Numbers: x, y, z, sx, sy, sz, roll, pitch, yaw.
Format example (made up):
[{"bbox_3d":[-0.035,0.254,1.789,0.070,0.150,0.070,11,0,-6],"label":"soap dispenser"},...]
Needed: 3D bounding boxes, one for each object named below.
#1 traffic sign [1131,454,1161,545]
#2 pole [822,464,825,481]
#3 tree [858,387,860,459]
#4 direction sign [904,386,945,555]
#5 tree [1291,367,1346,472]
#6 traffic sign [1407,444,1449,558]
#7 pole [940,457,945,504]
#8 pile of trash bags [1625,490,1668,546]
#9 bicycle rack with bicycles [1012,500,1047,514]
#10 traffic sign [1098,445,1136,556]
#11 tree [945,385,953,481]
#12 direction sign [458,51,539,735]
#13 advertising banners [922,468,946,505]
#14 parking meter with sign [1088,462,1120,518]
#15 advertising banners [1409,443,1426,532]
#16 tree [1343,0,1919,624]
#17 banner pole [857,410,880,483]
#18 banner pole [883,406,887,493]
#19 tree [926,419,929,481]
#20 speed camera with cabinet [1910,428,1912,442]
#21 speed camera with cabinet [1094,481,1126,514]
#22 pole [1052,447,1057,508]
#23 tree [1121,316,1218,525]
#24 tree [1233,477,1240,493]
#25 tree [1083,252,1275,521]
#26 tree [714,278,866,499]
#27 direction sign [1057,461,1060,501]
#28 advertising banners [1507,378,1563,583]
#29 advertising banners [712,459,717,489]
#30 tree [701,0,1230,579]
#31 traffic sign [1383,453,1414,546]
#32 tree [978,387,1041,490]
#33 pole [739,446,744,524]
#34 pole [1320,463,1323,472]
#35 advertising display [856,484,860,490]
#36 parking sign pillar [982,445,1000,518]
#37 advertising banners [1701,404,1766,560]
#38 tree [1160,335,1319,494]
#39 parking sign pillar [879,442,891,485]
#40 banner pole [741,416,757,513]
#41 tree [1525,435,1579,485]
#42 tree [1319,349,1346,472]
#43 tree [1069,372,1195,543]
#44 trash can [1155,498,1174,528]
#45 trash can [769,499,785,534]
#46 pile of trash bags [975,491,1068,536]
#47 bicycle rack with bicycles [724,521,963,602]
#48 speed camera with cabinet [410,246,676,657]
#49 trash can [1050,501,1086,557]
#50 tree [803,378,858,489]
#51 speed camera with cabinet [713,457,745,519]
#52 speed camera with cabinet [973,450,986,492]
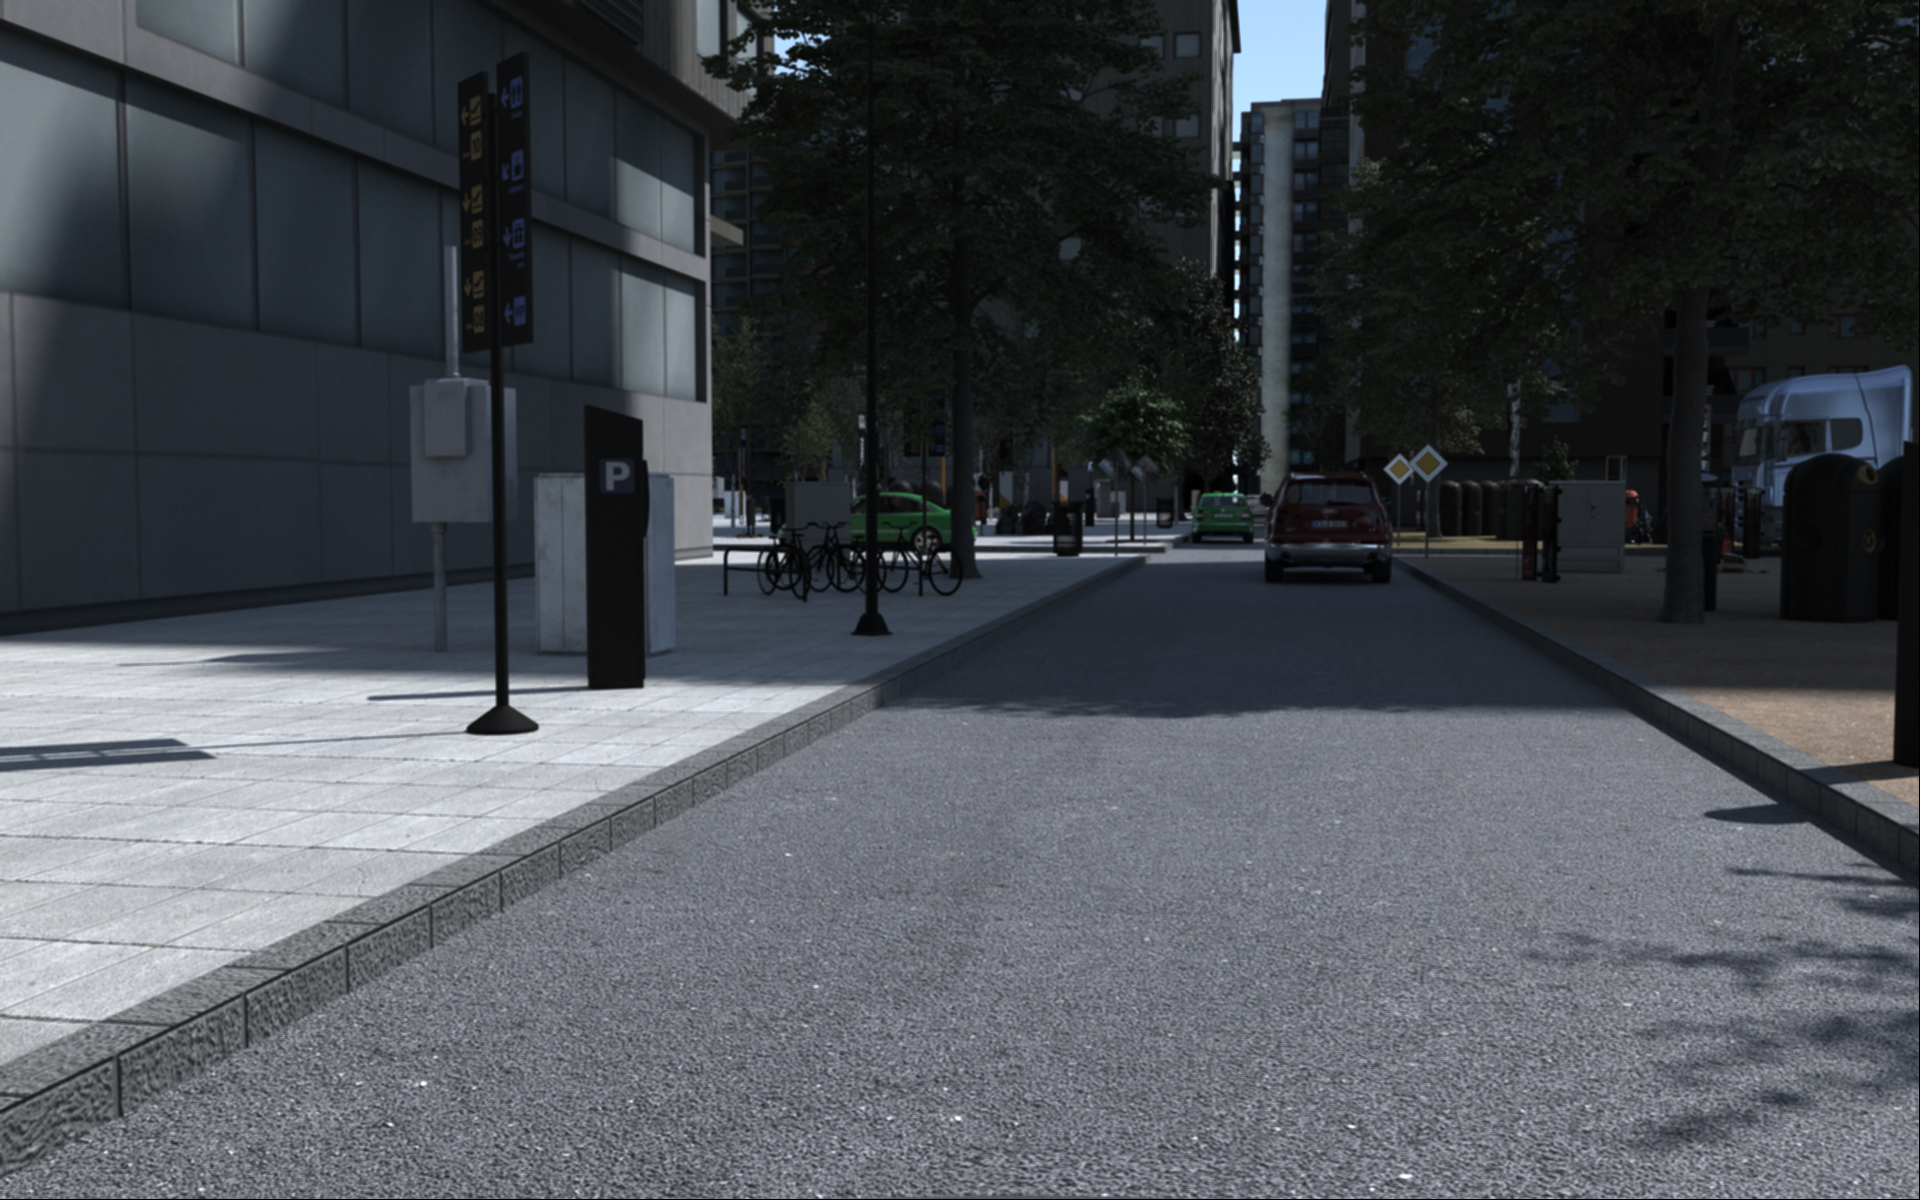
[{"bbox_3d":[4.653,-2.439,43.514,0.795,2.450,0.064,1,4,10],"label":"traffic sign"},{"bbox_3d":[-8.540,-7.012,108.485,0.158,3.312,0.155,0,3,0],"label":"pole"},{"bbox_3d":[-8.427,-9.316,102.673,4.737,8.622,4.395,0,3,0],"label":"tree"},{"bbox_3d":[-0.742,-2.706,36.235,0.876,3.537,0.379,1,4,12],"label":"direction sign"},{"bbox_3d":[21.438,-9.102,99.177,4.360,8.622,3.978,0,3,0],"label":"tree"},{"bbox_3d":[9.317,-1.889,34.534,0.795,2.450,0.064,1,4,10],"label":"traffic sign"},{"bbox_3d":[-0.744,-4.941,74.629,0.158,3.312,0.155,0,3,0],"label":"pole"},{"bbox_3d":[17.617,-2.122,44.451,1.912,1.369,3.447,3,4,38],"label":"pile of trash bags"},{"bbox_3d":[3.871,-6.007,111.599,2.852,0.926,2.925,-2,4,-29],"label":"bicycle rack with bicycles"},{"bbox_3d":[3.226,-1.958,35.657,0.795,2.450,0.064,1,4,10],"label":"traffic sign"},{"bbox_3d":[1.425,-8.249,85.232,4.360,8.622,3.978,0,3,0],"label":"tree"},{"bbox_3d":[-2.481,-1.058,9.293,0.379,3.537,0.876,-3,4,-38],"label":"direction sign"},{"bbox_3d":[-1.567,-7.375,116.768,2.074,3.025,0.090,-1,4,-8],"label":"advertising banners"},{"bbox_3d":[7.616,-5.824,91.482,1.738,3.016,0.543,-2,4,-29],"label":"parking meter with sign"},{"bbox_3d":[15.689,-3.848,59.108,0.090,3.025,2.074,0,4,-6],"label":"advertising banners"},{"bbox_3d":[7.635,-6.037,16.831,7.486,12.596,7.792,0,3,0],"label":"tree"},{"bbox_3d":[-2.532,-3.423,45.989,0.401,3.779,0.863,1,4,22],"label":"banner pole"},{"bbox_3d":[-2.347,-3.609,49.020,0.863,3.779,0.401,0,4,2],"label":"banner pole"},{"bbox_3d":[-3.085,-8.783,93.963,4.360,8.622,3.978,0,3,0],"label":"tree"},{"bbox_3d":[29.033,-3.508,51.699,0.660,3.252,2.038,-1,4,-17],"label":"speed camera with cabinet"},{"bbox_3d":[9.827,-7.291,113.549,2.038,3.252,0.660,-1,4,-13],"label":"speed camera with cabinet"},{"bbox_3d":[4.121,-4.988,75.400,0.158,3.312,0.155,0,3,0],"label":"pole"},{"bbox_3d":[8.659,-7.369,70.849,4.737,8.622,4.395,0,3,0],"label":"tree"},{"bbox_3d":[25.543,-10.344,163.718,1.663,3.219,1.824,0,3,0],"label":"tree"},{"bbox_3d":[10.314,-10.122,82.496,9.611,12.733,9.660,0,3,0],"label":"tree"},{"bbox_3d":[-5.777,-6.598,58.237,4.360,8.622,3.978,0,3,0],"label":"tree"},{"bbox_3d":[6.468,-7.482,114.325,0.379,3.537,0.876,-2,4,-30],"label":"direction sign"},{"bbox_3d":[8.507,-1.808,25.755,0.090,3.025,2.074,0,4,-3],"label":"advertising banners"},{"bbox_3d":[-13.081,-5.501,86.124,2.074,3.025,0.090,1,4,8],"label":"advertising banners"},{"bbox_3d":[0.064,-6.573,25.596,7.486,12.596,7.792,0,3,0],"label":"tree"},{"bbox_3d":[10.745,-2.370,42.391,0.795,2.450,0.064,1,4,10],"label":"traffic sign"},{"bbox_3d":[3.230,-10.228,117.595,4.737,8.622,4.395,0,3,0],"label":"tree"},{"bbox_3d":[-9.252,-4.856,73.242,0.158,3.312,0.155,0,3,0],"label":"pole"},{"bbox_3d":[23.905,-7.377,114.462,0.158,3.312,0.155,0,3,0],"label":"pole"},{"bbox_3d":[-6.463,-6.784,116.125,0.974,1.923,0.123,0,4,8],"label":"advertising display"},{"bbox_3d":[1.636,-6.317,91.761,1.447,3.967,1.447,-2,4,-33],"label":"parking sign pillar"},{"bbox_3d":[15.025,-2.307,33.900,2.074,3.025,0.090,-2,4,-26],"label":"advertising banners"},{"bbox_3d":[15.969,-11.406,112.244,9.928,11.665,9.643,0,3,0],"label":"tree"},{"bbox_3d":[-4.262,-6.249,90.642,1.447,3.967,1.447,1,4,23],"label":"parking sign pillar"},{"bbox_3d":[-6.844,-3.993,55.303,0.401,3.779,0.863,1,4,15],"label":"banner pole"},{"bbox_3d":[19.196,-3.768,56.202,1.663,3.219,1.824,0,3,0],"label":"tree"},{"bbox_3d":[26.376,-11.960,121.303,9.928,11.665,9.643,0,3,0],"label":"tree"},{"bbox_3d":[4.699,-3.826,46.264,4.285,4.588,4.351,0,3,0],"label":"tree"},{"bbox_3d":[7.678,-3.259,64.940,0.748,1.137,0.748,0,3,0],"label":"trash can"},{"bbox_3d":[-5.783,-2.687,55.582,0.748,1.137,0.748,0,3,0],"label":"trash can"},{"bbox_3d":[1.732,-2.736,54.485,3.447,1.369,1.912,-2,4,-32],"label":"pile of trash bags"},{"bbox_3d":[-1.731,-0.529,22.037,2.852,0.926,2.925,-3,4,-39],"label":"bicycle rack with bicycles"},{"bbox_3d":[-3.359,-1.200,13.964,2.038,3.252,0.660,1,4,12],"label":"speed camera with cabinet"},{"bbox_3d":[2.228,-1.471,35.708,0.748,1.137,0.748,0,3,0],"label":"trash can"},{"bbox_3d":[-8.783,-8.975,97.097,4.737,8.622,4.395,0,3,0],"label":"tree"},{"bbox_3d":[-12.281,-5.922,91.161,2.038,3.252,0.660,2,4,30],"label":"speed camera with cabinet"},{"bbox_3d":[0.422,-5.106,77.818,0.660,3.252,2.038,-2,4,-31],"label":"speed camera with cabinet"}]
